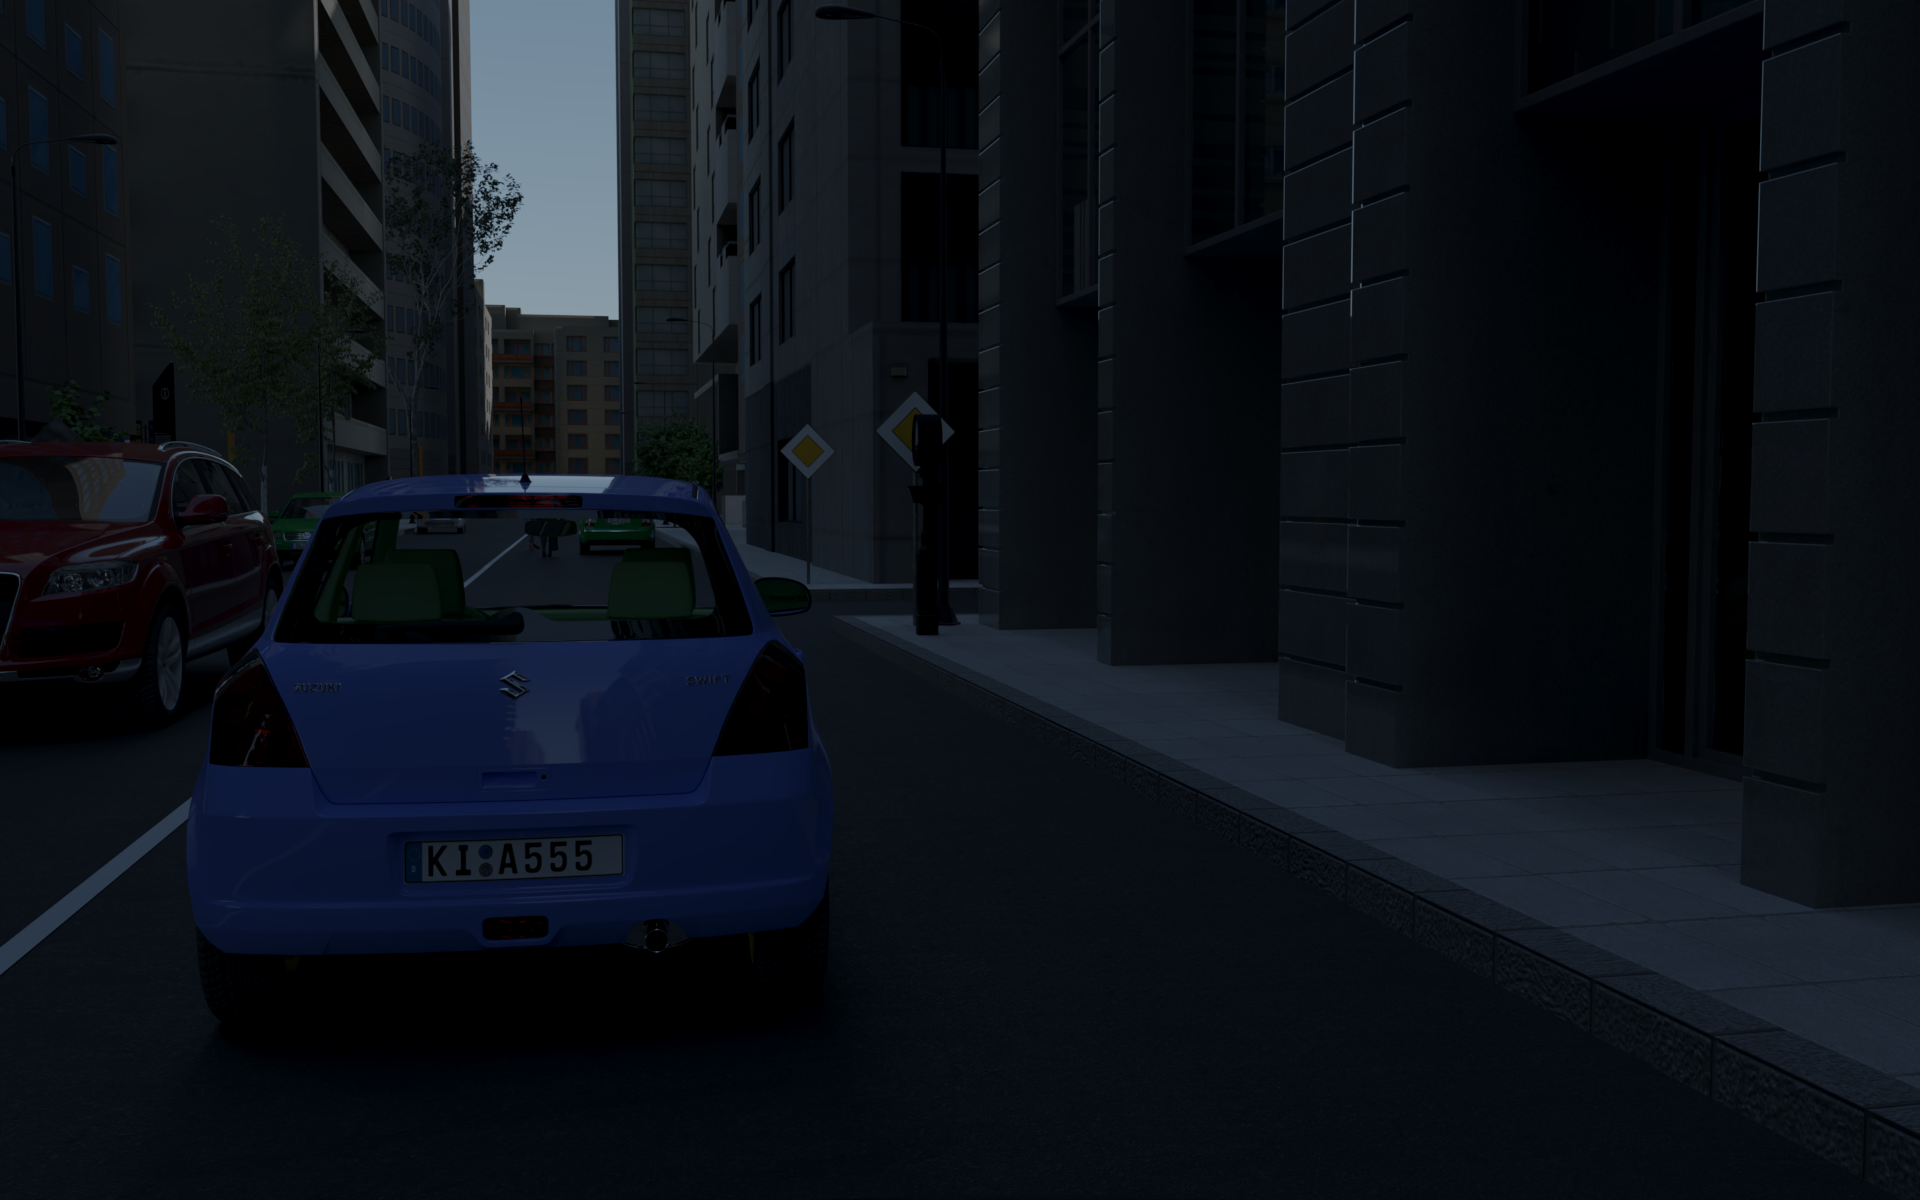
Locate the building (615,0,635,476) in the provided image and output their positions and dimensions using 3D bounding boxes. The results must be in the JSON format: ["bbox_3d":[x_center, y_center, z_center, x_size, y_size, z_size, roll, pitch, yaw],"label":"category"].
[{"bbox_3d":[-20.971,-37.788,159.826,21.231,58.520,28.212,-1,4,-12],"label":"building"}]

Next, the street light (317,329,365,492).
[{"bbox_3d":[-17.443,-4.663,48.778,1.470,5.913,1.316,-1,4,-12],"label":"street light"}]

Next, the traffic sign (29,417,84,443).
[{"bbox_3d":[-11.731,-1.156,22.540,0.795,2.450,0.064,-1,4,-12],"label":"traffic sign"}]

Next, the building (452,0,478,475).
[{"bbox_3d":[-43.791,-29.285,128.921,14.600,45.320,14.200,-1,4,-12],"label":"building"}]

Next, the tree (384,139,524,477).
[{"bbox_3d":[-28.494,-14.093,86.304,12.611,20.169,13.585,0,3,0],"label":"tree"}]

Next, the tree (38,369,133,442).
[{"bbox_3d":[-13.684,-1.959,26.639,1.663,3.219,1.824,0,3,0],"label":"tree"}]

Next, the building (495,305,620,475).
[{"bbox_3d":[-49.964,-21.121,190.370,28.899,21.520,27.650,-1,4,-12],"label":"building"}]

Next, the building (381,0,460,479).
[{"bbox_3d":[-43.008,-34.528,106.534,21.231,58.520,28.212,-1,4,-12],"label":"building"}]

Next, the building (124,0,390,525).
[{"bbox_3d":[-33.836,-26.945,64.252,21.300,48.544,21.600,-1,4,-12],"label":"building"}]

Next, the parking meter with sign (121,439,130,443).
[{"bbox_3d":[-26.923,-3.597,55.074,1.738,3.016,0.543,2,4,28],"label":"parking meter with sign"}]

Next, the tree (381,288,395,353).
[{"bbox_3d":[-19.387,-6.253,52.592,4.737,8.622,4.395,0,3,0],"label":"tree"}]

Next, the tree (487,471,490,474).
[{"bbox_3d":[-38.657,-9.044,142.462,1.663,3.219,1.824,0,3,0],"label":"tree"}]

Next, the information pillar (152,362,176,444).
[{"bbox_3d":[-14.187,-2.422,30.951,0.504,3.616,0.183,2,4,26],"label":"information pillar"}]

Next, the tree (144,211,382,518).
[{"bbox_3d":[-18.192,-5.756,44.476,4.737,8.622,4.395,0,3,0],"label":"tree"}]

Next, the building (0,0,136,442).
[{"bbox_3d":[-24.988,-23.355,31.973,14.600,45.320,14.200,-1,4,-12],"label":"building"}]

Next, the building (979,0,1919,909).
[{"bbox_3d":[8.614,-13.797,3.068,11.434,29.767,29.804,-1,4,-12],"label":"building"}]

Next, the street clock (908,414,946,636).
[{"bbox_3d":[-0.299,-0.683,15.737,0.358,2.002,0.471,-1,4,-9],"label":"street clock"}]

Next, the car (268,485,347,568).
[{"bbox_3d":[-12.554,-1.563,34.356,1.959,1.807,4.718,-1,4,-11],"label":"car"}]

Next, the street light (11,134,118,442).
[{"bbox_3d":[-11.567,-3.049,22.393,1.470,5.913,1.316,-1,4,-12],"label":"street light"}]

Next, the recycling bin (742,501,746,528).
[{"bbox_3d":[-7.917,-3.310,66.668,0.722,1.027,0.722,1,4,17],"label":"recycling bin"}]

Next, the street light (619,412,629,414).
[{"bbox_3d":[-18.536,-7.670,97.942,1.470,5.913,1.316,-1,4,-12],"label":"street light"}]

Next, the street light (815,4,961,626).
[{"bbox_3d":[-0.691,-2.703,16.727,1.470,5.913,1.316,-1,4,-12],"label":"street light"}]

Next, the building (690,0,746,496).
[{"bbox_3d":[-22.727,-37.161,196.824,27.495,52.752,28.713,-1,4,-12],"label":"building"}]

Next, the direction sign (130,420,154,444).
[{"bbox_3d":[-24.992,-3.744,53.218,0.876,3.537,0.379,-1,4,-18],"label":"direction sign"}]

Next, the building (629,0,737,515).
[{"bbox_3d":[-14.134,-26.192,111.837,14.154,41.232,14.086,-1,4,-12],"label":"building"}]

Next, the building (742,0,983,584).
[{"bbox_3d":[6.626,-36.479,34.678,20.611,71.187,20.563,-1,4,-12],"label":"building"}]

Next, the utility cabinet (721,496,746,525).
[{"bbox_3d":[-9.329,-3.681,71.340,1.020,1.237,0.306,-3,5,-41],"label":"utility cabinet"}]

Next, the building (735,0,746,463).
[{"bbox_3d":[0.327,-24.799,55.579,14.600,45.320,14.200,-1,4,-12],"label":"building"}]

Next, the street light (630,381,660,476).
[{"bbox_3d":[-12.732,-6.059,71.599,1.470,5.913,1.316,-1,4,-12],"label":"street light"}]

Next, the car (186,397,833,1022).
[{"bbox_3d":[-1.453,0.213,6.111,1.945,1.707,3.694,-1,4,-11],"label":"car"}]

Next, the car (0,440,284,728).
[{"bbox_3d":[-6.172,-0.211,12.118,2.281,1.827,5.304,-1,4,-11],"label":"car"}]

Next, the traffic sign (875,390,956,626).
[{"bbox_3d":[-0.438,-0.807,16.831,0.795,2.450,0.064,-1,4,-12],"label":"traffic sign"}]

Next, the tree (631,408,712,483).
[{"bbox_3d":[-10.881,-5.044,66.184,4.285,4.588,4.351,0,3,0],"label":"tree"}]

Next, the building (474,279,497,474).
[{"bbox_3d":[-57.090,-18.881,153.751,28.899,21.520,27.650,-1,4,-12],"label":"building"}]

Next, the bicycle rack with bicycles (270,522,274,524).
[{"bbox_3d":[-17.500,-1.670,40.686,2.925,0.926,2.852,-2,4,-29],"label":"bicycle rack with bicycles"}]

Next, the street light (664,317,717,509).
[{"bbox_3d":[-7.037,-4.475,45.712,1.470,5.913,1.316,-1,4,-12],"label":"street light"}]

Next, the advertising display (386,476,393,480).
[{"bbox_3d":[-19.953,-3.389,60.631,0.123,1.923,0.974,-1,4,-13],"label":"advertising display"}]

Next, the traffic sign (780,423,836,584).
[{"bbox_3d":[-2.163,-1.284,24.629,0.795,2.450,0.064,-1,4,-12],"label":"traffic sign"}]

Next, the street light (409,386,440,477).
[{"bbox_3d":[-23.102,-6.248,74.697,1.470,5.913,1.316,-1,4,-12],"label":"street light"}]

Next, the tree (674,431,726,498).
[{"bbox_3d":[-7.631,-3.564,52.865,1.663,3.219,1.824,0,3,0],"label":"tree"}]

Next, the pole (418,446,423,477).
[{"bbox_3d":[-23.042,-4.902,73.986,0.158,3.312,0.155,0,3,0],"label":"pole"}]

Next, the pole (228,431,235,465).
[{"bbox_3d":[-23.683,-3.824,56.370,0.158,3.312,0.155,0,3,0],"label":"pole"}]

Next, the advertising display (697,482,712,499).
[{"bbox_3d":[-10.626,-4.015,70.854,0.974,1.923,0.123,-1,4,-14],"label":"advertising display"}]
